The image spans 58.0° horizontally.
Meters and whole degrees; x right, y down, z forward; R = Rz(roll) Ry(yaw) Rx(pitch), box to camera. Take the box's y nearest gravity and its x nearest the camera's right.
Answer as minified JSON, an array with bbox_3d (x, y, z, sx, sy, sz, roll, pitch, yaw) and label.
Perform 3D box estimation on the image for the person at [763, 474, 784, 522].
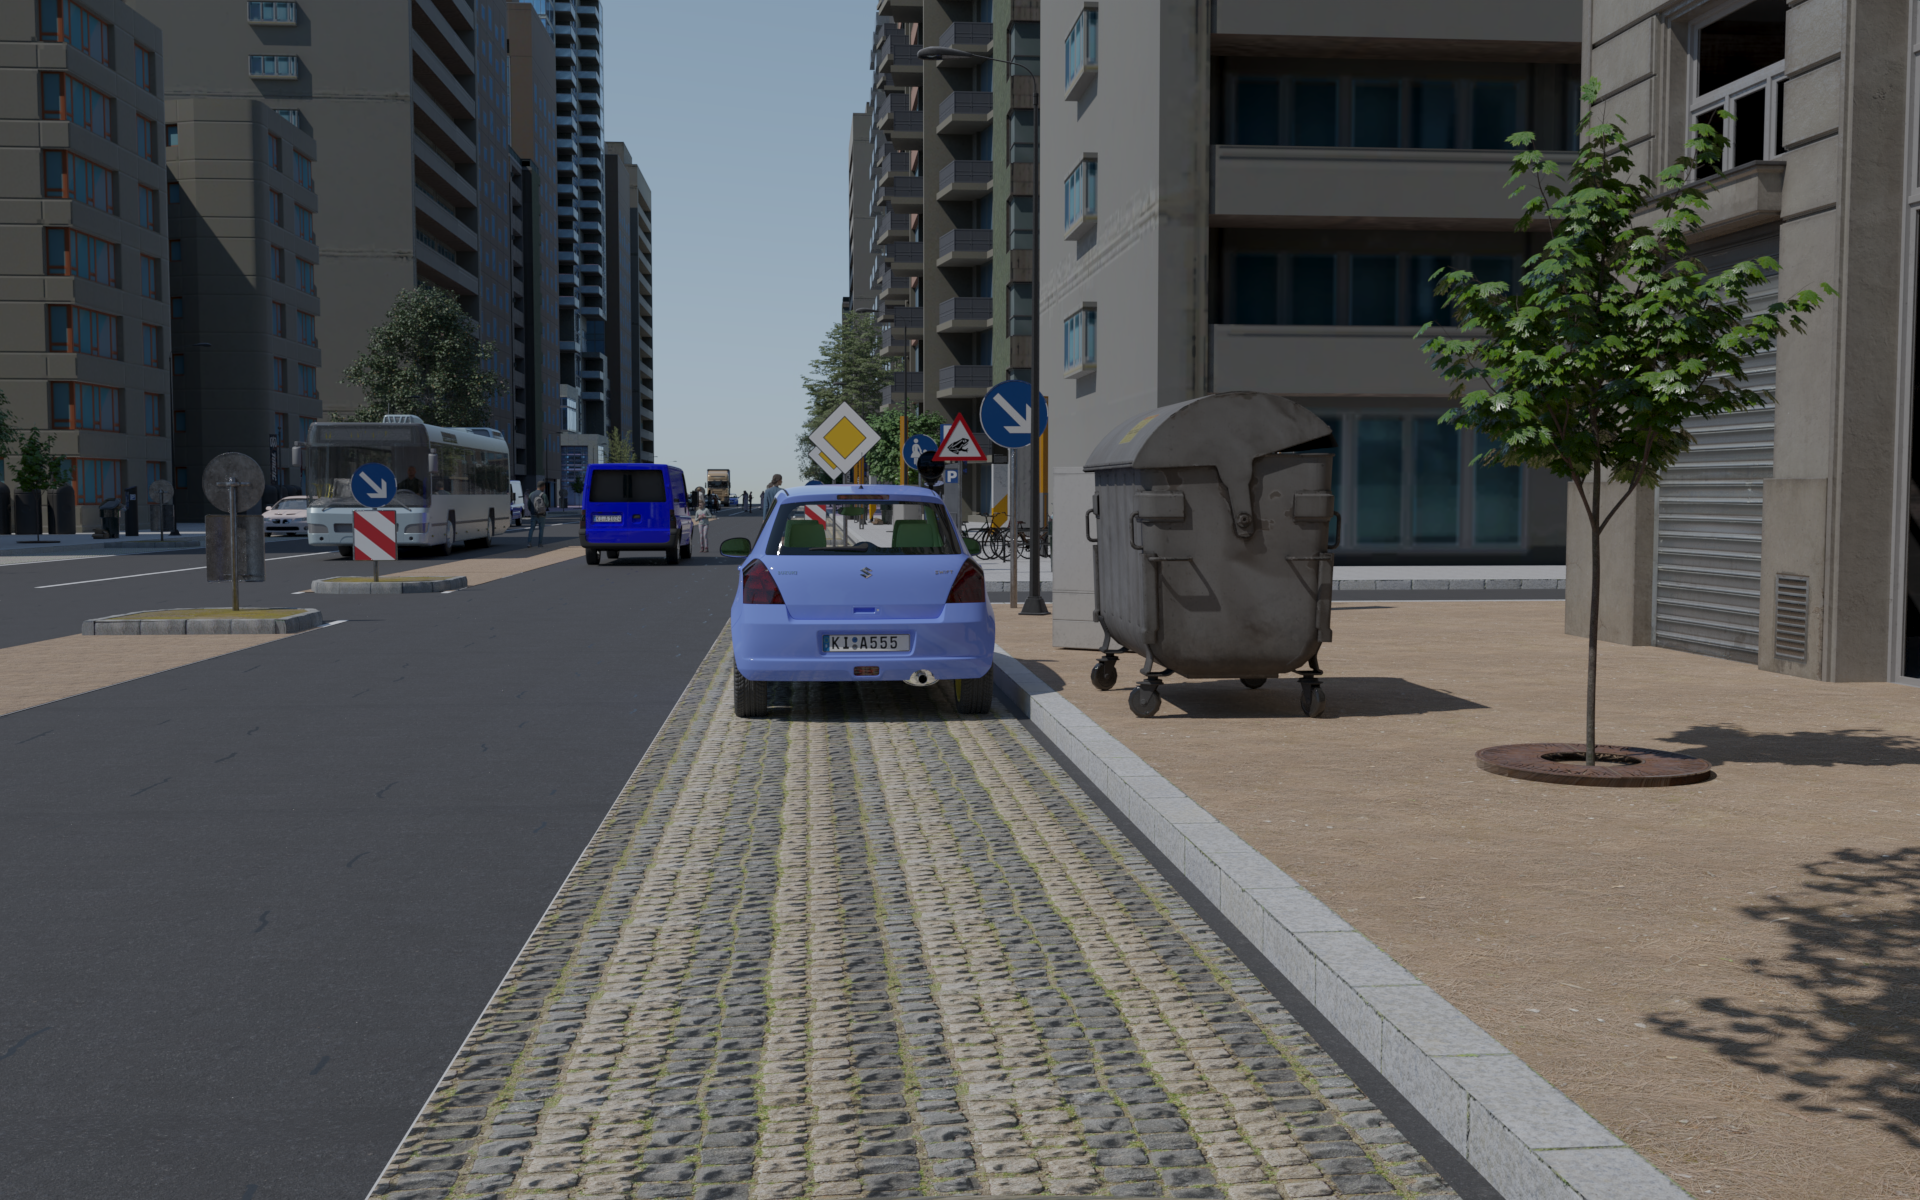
[{"bbox_3d":[-3.548,-1.523,33.431,0.581,1.822,0.654,1,4,13],"label":"person"}]

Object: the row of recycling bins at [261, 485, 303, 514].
[{"bbox_3d":[-29.849,-4.223,76.162,1.069,1.692,3.534,0,4,2],"label":"row of recycling bins"}]

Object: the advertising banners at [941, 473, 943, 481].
[{"bbox_3d":[-0.600,-3.321,50.485,0.090,3.025,2.074,0,4,6],"label":"advertising banners"}]

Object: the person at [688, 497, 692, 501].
[{"bbox_3d":[-21.609,-7.779,135.714,0.705,1.821,1.348,3,5,42],"label":"person"}]

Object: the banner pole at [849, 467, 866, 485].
[{"bbox_3d":[-5.093,-6.023,88.490,0.863,3.779,0.401,0,4,2],"label":"banner pole"}]

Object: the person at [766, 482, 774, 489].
[{"bbox_3d":[-4.624,-2.031,42.462,0.466,1.731,0.760,1,4,20],"label":"person"}]

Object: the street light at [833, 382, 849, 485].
[{"bbox_3d":[-4.574,-6.094,72.173,1.470,5.913,1.316,0,4,-5],"label":"street light"}]

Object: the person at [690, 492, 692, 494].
[{"bbox_3d":[-34.251,-12.963,220.967,0.721,1.766,1.217,1,4,21],"label":"person"}]

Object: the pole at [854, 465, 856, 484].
[{"bbox_3d":[-4.620,-5.072,76.774,0.158,3.312,0.155,0,3,0],"label":"pole"}]

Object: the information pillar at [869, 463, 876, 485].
[{"bbox_3d":[-3.920,-5.278,77.654,0.183,3.616,0.504,2,4,30],"label":"information pillar"}]

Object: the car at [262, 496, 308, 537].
[{"bbox_3d":[-22.526,-2.873,59.341,2.083,1.381,4.827,0,4,-5],"label":"car"}]

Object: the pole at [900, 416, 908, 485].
[{"bbox_3d":[-1.461,-3.154,45.407,0.158,3.312,0.155,0,3,0],"label":"pole"}]

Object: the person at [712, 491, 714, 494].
[{"bbox_3d":[-25.107,-10.235,176.399,0.434,1.755,0.990,-1,4,-23],"label":"person"}]

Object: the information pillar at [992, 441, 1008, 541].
[{"bbox_3d":[1.089,-3.459,47.912,0.504,3.616,0.183,-2,4,-29],"label":"information pillar"}]

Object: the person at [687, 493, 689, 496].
[{"bbox_3d":[-12.154,-4.125,76.532,0.643,1.750,0.593,-3,5,-45],"label":"person"}]

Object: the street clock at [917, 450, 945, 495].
[{"bbox_3d":[-0.483,-1.484,28.836,0.471,2.002,0.358,0,4,-2],"label":"street clock"}]

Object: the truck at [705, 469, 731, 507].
[{"bbox_3d":[-27.179,-12.610,195.083,2.839,4.237,11.283,0,4,-7],"label":"truck"}]

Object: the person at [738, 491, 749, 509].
[{"bbox_3d":[-20.132,-9.329,161.547,1.217,1.766,0.721,0,4,-3],"label":"person"}]

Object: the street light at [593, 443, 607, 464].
[{"bbox_3d":[-32.957,-11.365,158.356,1.470,5.913,1.316,0,4,-5],"label":"street light"}]

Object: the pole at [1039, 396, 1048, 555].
[{"bbox_3d":[1.734,-2.585,36.106,0.158,3.312,0.155,0,3,0],"label":"pole"}]

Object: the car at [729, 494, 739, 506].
[{"bbox_3d":[-27.807,-12.298,210.661,1.945,1.707,3.694,0,4,-7],"label":"car"}]

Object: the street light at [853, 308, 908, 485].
[{"bbox_3d":[-1.904,-4.336,43.434,1.470,5.913,1.316,0,4,-5],"label":"street light"}]

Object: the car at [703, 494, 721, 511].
[{"bbox_3d":[-21.777,-8.620,150.727,2.009,1.686,4.222,0,4,-4],"label":"car"}]

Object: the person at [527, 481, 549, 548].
[{"bbox_3d":[-11.204,-2.273,46.018,0.623,1.781,0.721,0,4,1],"label":"person"}]

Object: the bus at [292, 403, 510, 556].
[{"bbox_3d":[-13.375,-2.930,42.767,2.948,3.499,13.247,0,4,-6],"label":"bus"}]

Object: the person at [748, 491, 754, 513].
[{"bbox_3d":[-15.825,-7.425,131.360,0.415,1.643,0.593,-2,4,-35],"label":"person"}]

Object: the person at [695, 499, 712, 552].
[{"bbox_3d":[-6.314,-1.827,42.649,0.425,1.301,0.394,0,4,-6],"label":"person"}]

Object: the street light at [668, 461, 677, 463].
[{"bbox_3d":[-40.286,-16.500,242.309,1.470,5.913,1.316,0,4,-5],"label":"street light"}]

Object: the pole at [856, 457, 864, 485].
[{"bbox_3d":[-3.573,-4.214,62.745,0.158,3.312,0.155,0,3,0],"label":"pole"}]

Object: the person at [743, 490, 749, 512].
[{"bbox_3d":[-17.508,-8.091,141.463,0.551,1.740,0.621,1,4,12],"label":"person"}]

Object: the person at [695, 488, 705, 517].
[{"bbox_3d":[-14.537,-5.373,96.568,0.478,1.798,0.641,3,4,38],"label":"person"}]

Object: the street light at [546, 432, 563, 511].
[{"bbox_3d":[-30.366,-9.607,129.621,1.470,5.913,1.316,0,4,-5],"label":"street light"}]

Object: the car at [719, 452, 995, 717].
[{"bbox_3d":[-0.764,-0.175,12.454,1.945,1.707,3.694,0,4,-6],"label":"car"}]

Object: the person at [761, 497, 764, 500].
[{"bbox_3d":[-14.897,-7.664,134.491,1.217,1.739,0.721,-2,4,-26],"label":"person"}]

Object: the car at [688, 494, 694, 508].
[{"bbox_3d":[-24.560,-9.093,160.465,2.131,1.459,4.920,0,4,-6],"label":"car"}]

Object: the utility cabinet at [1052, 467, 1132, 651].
[{"bbox_3d":[1.344,-0.331,14.083,1.173,1.500,0.318,2,4,31],"label":"utility cabinet"}]

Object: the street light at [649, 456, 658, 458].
[{"bbox_3d":[-37.755,-14.682,212.595,1.470,5.913,1.316,0,4,-5],"label":"street light"}]

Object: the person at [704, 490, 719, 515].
[{"bbox_3d":[-16.787,-6.551,116.336,1.217,1.735,0.721,1,4,14],"label":"person"}]

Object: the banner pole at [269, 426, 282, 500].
[{"bbox_3d":[-25.116,-4.505,63.676,0.401,3.779,0.863,1,4,13],"label":"banner pole"}]

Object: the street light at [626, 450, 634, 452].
[{"bbox_3d":[-35.194,-12.927,183.903,1.470,5.913,1.316,0,4,-5],"label":"street light"}]

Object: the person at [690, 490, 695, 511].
[{"bbox_3d":[-22.851,-8.489,147.749,0.568,1.767,0.683,1,4,13],"label":"person"}]

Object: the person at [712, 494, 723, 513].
[{"bbox_3d":[-18.734,-7.401,132.769,1.065,1.426,0.557,1,4,11],"label":"person"}]

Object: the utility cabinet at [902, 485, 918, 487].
[{"bbox_3d":[-1.283,-2.036,41.970,0.318,1.500,1.173,1,4,20],"label":"utility cabinet"}]

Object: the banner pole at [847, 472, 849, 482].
[{"bbox_3d":[-5.708,-6.154,90.627,0.863,3.779,0.401,-1,4,-18],"label":"banner pole"}]

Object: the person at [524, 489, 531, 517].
[{"bbox_3d":[-26.349,-5.897,105.590,0.621,1.740,0.551,-2,4,-30],"label":"person"}]

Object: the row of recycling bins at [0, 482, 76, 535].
[{"bbox_3d":[-29.866,-2.909,54.672,3.534,1.692,1.069,-1,4,-18],"label":"row of recycling bins"}]

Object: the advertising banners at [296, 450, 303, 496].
[{"bbox_3d":[-25.261,-4.284,66.224,0.090,3.025,2.074,-2,4,-26],"label":"advertising banners"}]

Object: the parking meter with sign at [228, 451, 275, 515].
[{"bbox_3d":[-28.828,-4.543,70.537,1.738,3.016,0.543,-2,4,-28],"label":"parking meter with sign"}]

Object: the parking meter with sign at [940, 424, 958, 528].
[{"bbox_3d":[-0.221,-2.823,42.416,0.543,3.016,1.738,0,3,0],"label":"parking meter with sign"}]

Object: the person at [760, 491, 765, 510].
[{"bbox_3d":[-18.167,-9.207,159.704,0.551,1.740,0.621,-3,5,-40],"label":"person"}]
